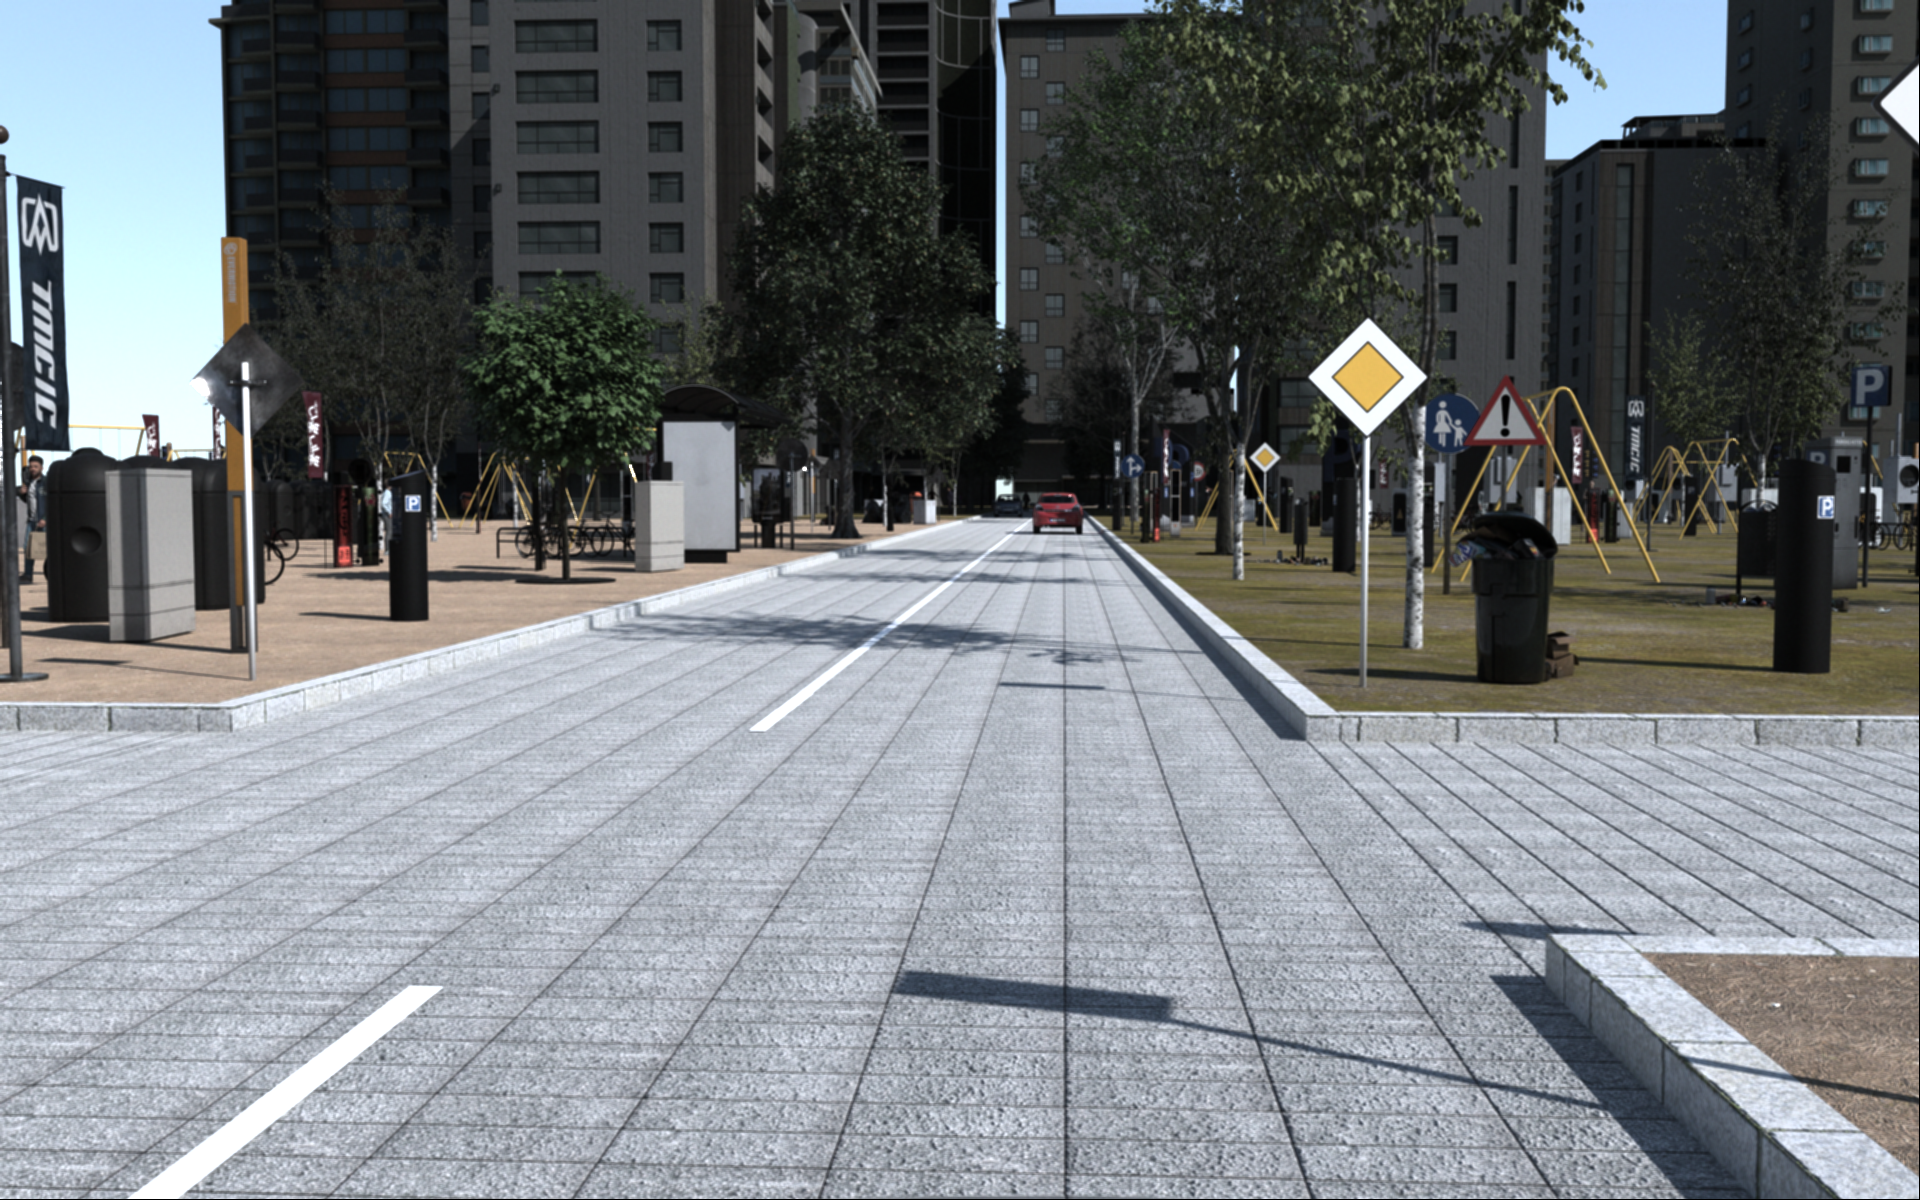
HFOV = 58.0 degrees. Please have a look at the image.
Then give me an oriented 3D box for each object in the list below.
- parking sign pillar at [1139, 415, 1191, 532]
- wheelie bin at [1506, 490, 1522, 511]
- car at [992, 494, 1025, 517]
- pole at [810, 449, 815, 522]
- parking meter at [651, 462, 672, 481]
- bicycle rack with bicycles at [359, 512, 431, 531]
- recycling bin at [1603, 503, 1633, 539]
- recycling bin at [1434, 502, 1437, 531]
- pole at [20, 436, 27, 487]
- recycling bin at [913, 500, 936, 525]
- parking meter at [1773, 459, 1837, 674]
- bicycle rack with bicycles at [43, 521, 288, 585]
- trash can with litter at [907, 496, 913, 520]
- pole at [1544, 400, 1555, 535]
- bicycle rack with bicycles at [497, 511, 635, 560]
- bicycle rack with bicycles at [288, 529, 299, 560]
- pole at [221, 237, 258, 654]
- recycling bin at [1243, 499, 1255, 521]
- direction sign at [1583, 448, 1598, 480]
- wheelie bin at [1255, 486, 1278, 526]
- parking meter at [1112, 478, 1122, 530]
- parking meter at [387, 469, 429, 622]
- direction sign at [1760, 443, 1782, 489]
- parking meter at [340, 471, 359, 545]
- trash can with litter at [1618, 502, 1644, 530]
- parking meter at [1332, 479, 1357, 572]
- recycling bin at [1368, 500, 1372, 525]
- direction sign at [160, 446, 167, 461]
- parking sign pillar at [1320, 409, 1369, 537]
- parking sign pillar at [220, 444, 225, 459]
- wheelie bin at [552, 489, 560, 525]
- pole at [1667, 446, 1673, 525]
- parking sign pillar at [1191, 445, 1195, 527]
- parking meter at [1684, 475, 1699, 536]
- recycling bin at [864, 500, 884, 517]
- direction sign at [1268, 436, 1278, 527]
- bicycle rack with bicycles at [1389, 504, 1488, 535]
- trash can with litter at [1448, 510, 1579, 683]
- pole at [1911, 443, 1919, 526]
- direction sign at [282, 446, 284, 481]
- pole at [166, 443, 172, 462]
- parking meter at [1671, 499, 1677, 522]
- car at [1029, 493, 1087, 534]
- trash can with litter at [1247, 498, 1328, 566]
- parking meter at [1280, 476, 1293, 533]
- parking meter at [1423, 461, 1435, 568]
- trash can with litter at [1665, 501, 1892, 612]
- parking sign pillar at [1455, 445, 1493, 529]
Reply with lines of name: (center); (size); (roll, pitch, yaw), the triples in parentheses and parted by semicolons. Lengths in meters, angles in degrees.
parking sign pillar: (6.898, -4.345, 59.514); (1.447, 3.967, 1.447); (2, 4, 26)
wheelie bin: (26.129, -4.521, 81.820); (0.693, 1.594, 0.980); (0, 4, -2)
car: (3.036, -5.889, 108.286); (2.014, 1.417, 4.499); (0, 4, 3)
pole: (-6.687, -5.183, 78.590); (0.158, 3.312, 0.155); (0, 3, 0)
parking meter: (-5.406, -1.574, 31.442); (0.255, 1.863, 0.399); (-3, 4, -37)
bicycle rack with bicycles: (-19.941, -2.928, 61.257); (2.925, 0.926, 2.852); (-1, 4, -23)
recycling bin: (19.121, -2.313, 50.365); (0.722, 1.027, 0.722); (1, 4, 14)
recycling bin: (16.171, -2.926, 60.391); (0.722, 1.027, 0.722); (0, 4, -4)
pole: (-32.745, -4.085, 60.639); (0.158, 3.312, 0.155); (0, 3, 0)
recycling bin: (-1.494, -3.709, 73.193); (0.722, 1.027, 0.722); (3, 4, 37)
parking meter: (6.093, -0.250, 12.498); (0.372, 1.533, 0.369); (0, 3, 0)
bicycle rack with bicycles: (-10.922, -0.648, 23.982); (2.925, 0.926, 2.852); (-1, 4, -21)
trash can with litter: (-2.715, -4.479, 84.292); (2.233, 1.210, 1.678); (-1, 4, -15)
pole: (12.764, -2.671, 37.508); (0.158, 3.312, 0.155); (0, 3, 0)
bicycle rack with bicycles: (-8.064, -1.323, 35.020); (2.925, 0.926, 2.852); (3, 4, 36)
bicycle rack with bicycles: (-14.496, -1.194, 32.905); (2.925, 0.926, 2.852); (2, 4, 25)
pole: (-5.782, -1.226, 13.896); (0.158, 3.312, 0.155); (0, 3, 0)
recycling bin: (13.531, -4.222, 81.587); (0.722, 1.027, 0.722); (1, 4, 10)
direction sign: (30.968, -5.693, 85.077); (0.876, 3.537, 0.379); (-1, 4, -22)
wheelie bin: (12.244, -3.741, 69.066); (0.693, 1.594, 0.980); (3, 5, 39)
parking meter: (5.585, -3.419, 61.611); (0.255, 1.863, 0.399); (1, 4, 18)
parking meter: (-5.596, -0.560, 17.560); (0.372, 1.533, 0.369); (0, 3, 0)
direction sign: (36.156, -5.219, 77.322); (0.876, 3.537, 0.379); (2, 4, 29)
parking meter: (-15.476, -2.339, 43.952); (0.399, 1.863, 0.255); (2, 4, 25)
trash can with litter: (24.117, -3.191, 63.229); (1.678, 1.210, 2.233); (1, 4, 23)
parking meter: (6.334, -1.230, 28.526); (0.372, 1.533, 0.369); (0, 3, 0)
recycling bin: (16.815, -3.684, 72.781); (0.722, 1.027, 0.722); (-3, 5, -44)
direction sign: (-37.550, -5.466, 81.369); (0.379, 3.537, 0.876); (3, 4, 36)
parking sign pillar: (11.584, -3.892, 52.112); (1.447, 3.967, 1.447); (2, 4, 34)
parking sign pillar: (-37.156, -6.097, 88.164); (1.447, 3.967, 1.447); (-2, 4, -27)
wheelie bin: (-16.755, -3.862, 71.056); (0.693, 1.594, 0.980); (-2, 4, -34)
pole: (29.899, -4.836, 72.908); (0.158, 3.312, 0.155); (0, 3, 0)
parking sign pillar: (8.378, -4.798, 66.927); (1.447, 3.967, 1.447); (2, 4, 31)
parking meter: (22.435, -2.900, 53.123); (0.399, 1.863, 0.255); (2, 4, 23)
recycling bin: (-3.839, -4.023, 78.329); (0.722, 1.027, 0.722); (-3, 5, -40)
direction sign: (12.213, -4.613, 67.421); (0.379, 3.537, 0.876); (1, 4, 10)
bicycle rack with bicycles: (15.721, -2.525, 54.674); (2.925, 0.926, 2.852); (-1, 4, -21)
trash can with litter: (3.882, -0.039, 12.027); (0.624, 1.170, 1.055); (3, 5, 39)
pole: (37.991, -4.590, 68.896); (0.158, 3.312, 0.155); (0, 3, 0)
direction sign: (-31.848, -5.476, 81.534); (0.379, 3.537, 0.876); (-2, 4, -25)
pole: (-31.398, -4.588, 68.849); (0.158, 3.312, 0.155); (0, 3, 0)
parking meter: (33.119, -4.576, 80.530); (0.255, 1.863, 0.399); (-2, 4, -29)
car: (3.590, -3.329, 63.468); (2.155, 1.783, 4.494); (0, 4, 3)
trash can with litter: (6.246, -1.280, 31.985); (1.678, 1.210, 2.233); (0, 4, 2)
parking meter: (10.683, -3.116, 56.651); (0.255, 1.863, 0.399); (-2, 4, -33)
parking meter: (8.134, -1.505, 30.310); (0.255, 1.863, 0.399); (0, 4, 2)
trash can with litter: (9.309, -0.519, 19.550); (1.678, 1.210, 2.233); (-2, 4, -31)
parking sign pillar: (19.032, -4.625, 64.087); (1.447, 3.967, 1.447); (1, 4, 22)
